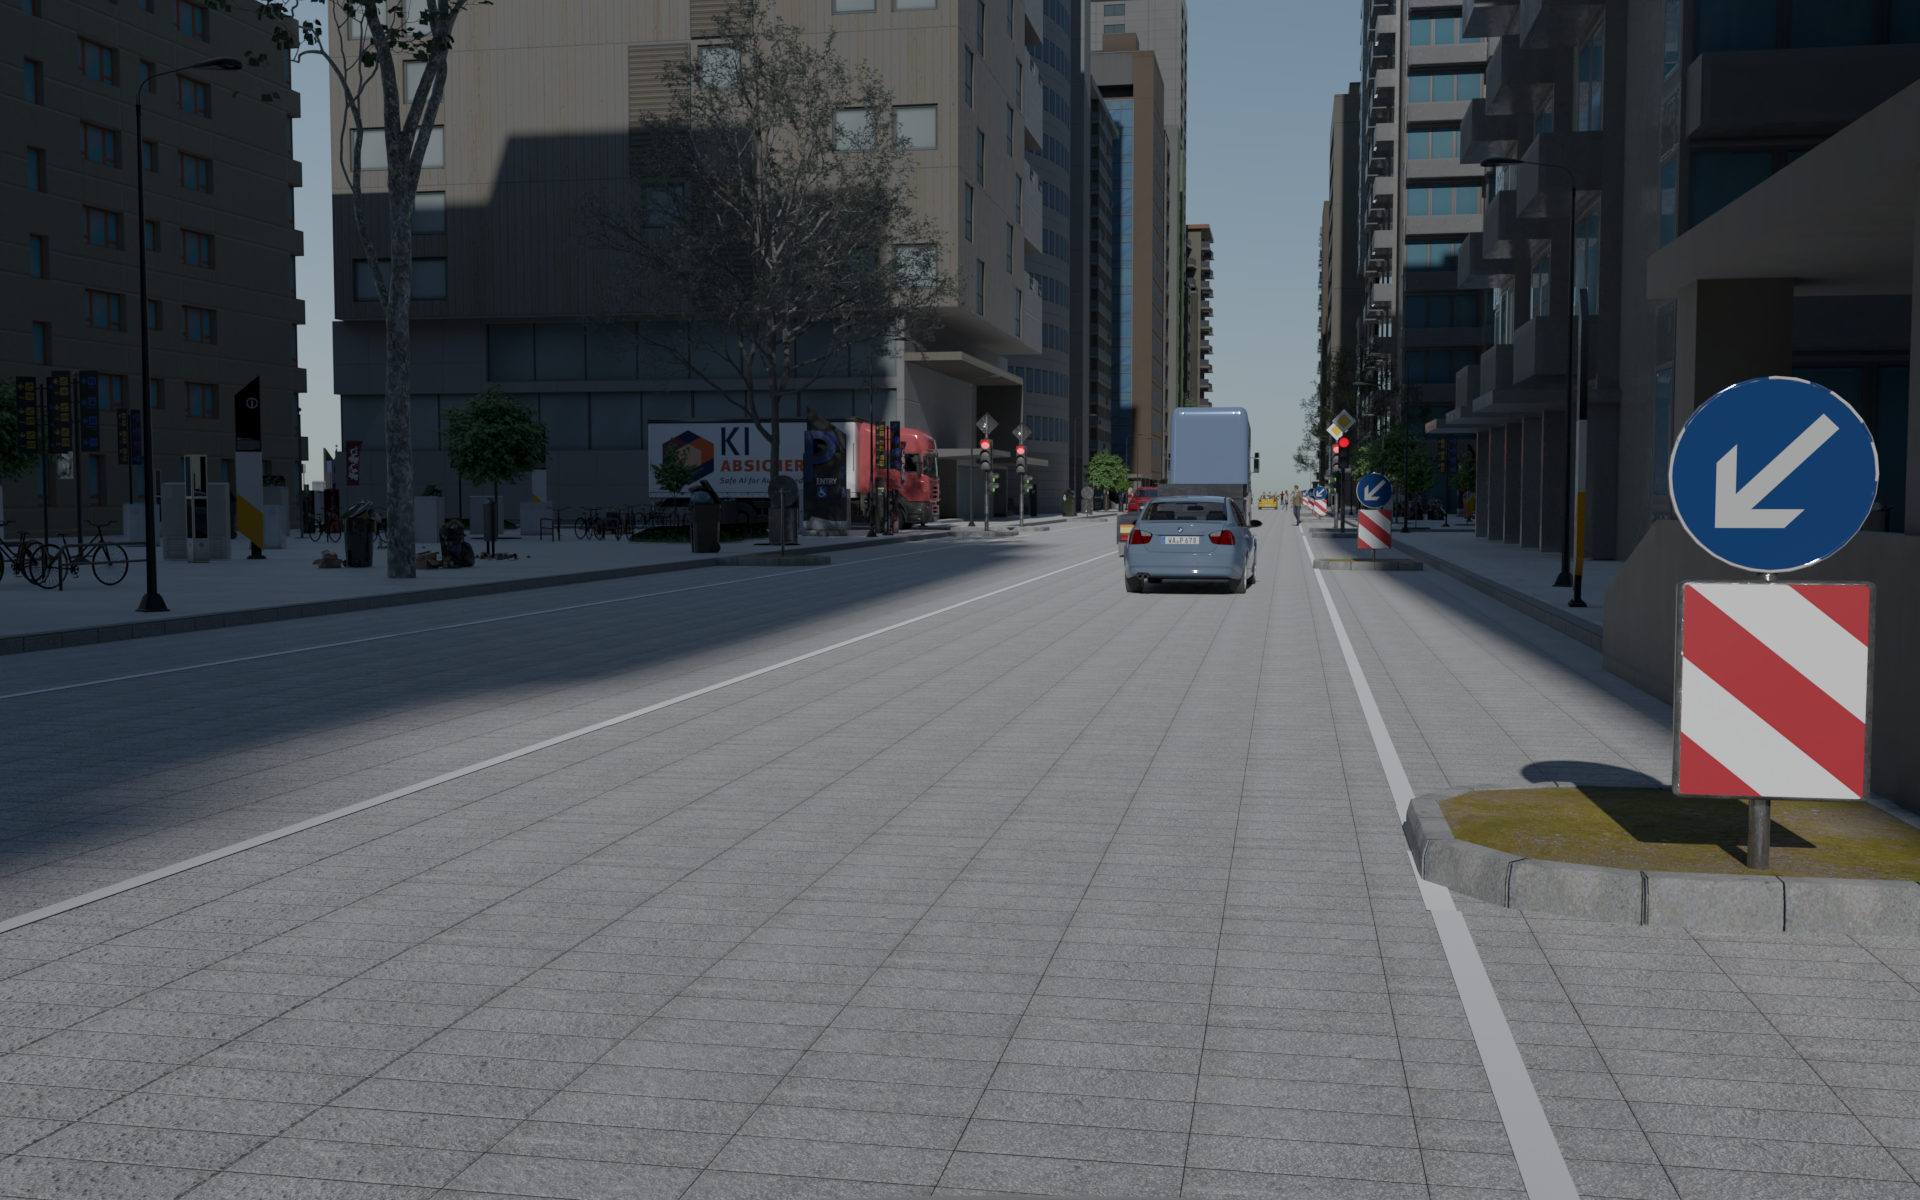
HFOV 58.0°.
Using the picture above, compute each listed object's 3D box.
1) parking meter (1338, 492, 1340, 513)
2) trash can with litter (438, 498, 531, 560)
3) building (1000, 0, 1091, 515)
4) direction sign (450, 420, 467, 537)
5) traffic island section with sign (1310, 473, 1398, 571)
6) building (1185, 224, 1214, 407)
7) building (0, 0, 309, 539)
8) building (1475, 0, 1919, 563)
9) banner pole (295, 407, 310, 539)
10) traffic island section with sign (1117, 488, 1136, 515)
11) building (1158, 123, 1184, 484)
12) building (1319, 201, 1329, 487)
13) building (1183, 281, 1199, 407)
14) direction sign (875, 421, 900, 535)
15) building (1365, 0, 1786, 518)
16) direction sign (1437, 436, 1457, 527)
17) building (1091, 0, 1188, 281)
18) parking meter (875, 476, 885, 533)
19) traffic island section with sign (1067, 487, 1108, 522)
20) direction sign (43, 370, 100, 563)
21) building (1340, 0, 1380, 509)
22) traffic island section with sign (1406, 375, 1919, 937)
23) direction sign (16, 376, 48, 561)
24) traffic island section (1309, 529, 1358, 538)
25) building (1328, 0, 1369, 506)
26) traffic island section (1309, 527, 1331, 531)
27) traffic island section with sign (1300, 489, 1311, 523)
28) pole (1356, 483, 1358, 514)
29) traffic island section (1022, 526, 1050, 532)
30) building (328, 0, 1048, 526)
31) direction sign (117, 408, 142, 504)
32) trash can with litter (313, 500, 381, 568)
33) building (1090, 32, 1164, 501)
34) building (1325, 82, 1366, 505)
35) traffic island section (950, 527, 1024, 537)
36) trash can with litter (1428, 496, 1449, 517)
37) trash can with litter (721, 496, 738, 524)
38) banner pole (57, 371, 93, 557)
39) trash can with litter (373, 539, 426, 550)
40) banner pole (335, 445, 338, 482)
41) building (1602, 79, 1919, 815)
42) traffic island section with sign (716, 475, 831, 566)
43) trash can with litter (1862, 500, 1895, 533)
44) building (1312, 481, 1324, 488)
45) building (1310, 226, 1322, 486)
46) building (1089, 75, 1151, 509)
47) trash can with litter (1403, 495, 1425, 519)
[{"bbox_3d":[25.638,-6.842,117.584,0.255,1.863,0.399,0,4,4],"label":"parking meter"},{"bbox_3d":[-9.311,-1.417,34.232,1.678,1.210,2.233,-2,4,-27],"label":"trash can with litter"},{"bbox_3d":[-3.221,-35.166,116.968,21.231,58.520,28.212,1,4,11],"label":"building"},{"bbox_3d":[-15.091,-3.686,52.262,0.379,3.537,0.876,1,4,20],"label":"direction sign"},{"bbox_3d":[7.824,-1.511,33.326,1.989,1.847,2.006,1,4,11],"label":"traffic island section with sign"},{"bbox_3d":[28.606,-37.881,273.974,22.147,44.769,28.867,1,4,11],"label":"building"},{"bbox_3d":[-40.853,-12.700,52.688,28.899,21.520,27.650,1,4,11],"label":"building"},{"bbox_3d":[23.490,-25.591,38.021,23.786,49.044,30.456,1,4,11],"label":"building"},{"bbox_3d":[-19.151,-3.685,50.273,0.401,3.779,0.863,-2,4,-24],"label":"banner pole"},{"bbox_3d":[11.656,-6.603,116.579,1.989,1.847,2.006,1,4,11],"label":"traffic island section with sign"},{"bbox_3d":[16.260,-30.818,187.464,14.154,41.232,14.086,1,4,11],"label":"building"},{"bbox_3d":[60.337,-37.025,255.468,14.600,45.320,14.200,1,4,11],"label":"building"},{"bbox_3d":[24.480,-28.179,232.425,14.160,30.474,14.107,1,4,11],"label":"building"},{"bbox_3d":[-2.245,-3.783,53.857,0.876,3.537,0.379,2,4,28],"label":"direction sign"},{"bbox_3d":[39.738,-30.583,119.646,23.786,49.044,30.456,1,4,11],"label":"building"},{"bbox_3d":[19.087,-4.642,67.893,0.379,3.537,0.876,-3,4,-39],"label":"direction sign"},{"bbox_3d":[24.114,-49.580,248.885,20.563,71.187,20.611,1,4,11],"label":"building"},{"bbox_3d":[-2.636,-3.128,56.848,0.255,1.863,0.399,-1,4,-16],"label":"parking meter"},{"bbox_3d":[6.643,-4.983,90.093,1.989,1.847,2.006,1,4,11],"label":"traffic island section with sign"},{"bbox_3d":[-16.220,-2.436,31.833,0.876,3.537,0.379,0,4,5],"label":"direction sign"},{"bbox_3d":[43.384,-43.377,147.459,20.563,71.187,20.611,1,4,11],"label":"building"},{"bbox_3d":[2.770,0.123,6.617,1.989,1.847,2.006,1,4,11],"label":"traffic island section with sign"},{"bbox_3d":[-17.715,-2.538,33.494,0.876,3.537,0.379,-1,4,-16],"label":"direction sign"},{"bbox_3d":[12.729,-2.157,57.542,2.009,0.180,2.903,1,4,11],"label":"traffic island section"},{"bbox_3d":[48.957,-52.576,172.287,22.319,86.520,31.000,1,4,11],"label":"building"},{"bbox_3d":[14.214,-2.637,65.388,2.009,0.180,2.903,1,4,11],"label":"traffic island section"},{"bbox_3d":[18.062,-4.821,87.448,1.989,1.847,2.006,1,4,11],"label":"traffic island section with sign"},{"bbox_3d":[25.354,-7.124,110.325,0.158,3.312,0.155,0,3,0],"label":"pole"},{"bbox_3d":[2.383,-2.773,67.624,2.009,0.180,2.903,1,4,11],"label":"traffic island section"},{"bbox_3d":[-10.835,-30.148,82.160,28.713,52.752,27.495,1,4,11],"label":"building"},{"bbox_3d":[-22.115,-3.314,46.173,0.379,3.537,0.876,1,4,12],"label":"direction sign"},{"bbox_3d":[-10.674,-1.148,30.151,1.055,1.170,0.624,-3,5,-44],"label":"trash can with litter"},{"bbox_3d":[12.894,-32.018,173.608,14.600,45.320,14.200,1,4,11],"label":"building"},{"bbox_3d":[53.441,-35.206,199.316,21.300,48.544,21.600,1,4,11],"label":"building"},{"bbox_3d":[0.898,-2.293,59.778,2.009,0.180,2.903,1,4,11],"label":"traffic island section"},{"bbox_3d":[25.194,-4.879,91.152,1.055,1.170,0.624,1,4,12],"label":"trash can with litter"},{"bbox_3d":[-6.667,-2.567,53.032,2.233,1.210,1.678,-1,4,-10],"label":"trash can with litter"},{"bbox_3d":[-18.147,-2.773,35.353,0.863,3.779,0.401,2,4,24],"label":"banner pole"},{"bbox_3d":[-13.352,-1.793,40.377,1.678,1.210,2.233,-1,4,-15],"label":"trash can with litter"},{"bbox_3d":[-31.531,-5.969,87.609,0.401,3.779,0.863,-1,4,-12],"label":"banner pole"},{"bbox_3d":[19.816,-19.041,3.203,32.217,40.220,23.993,1,4,11],"label":"building"},{"bbox_3d":[-3.720,-1.633,35.326,1.989,1.847,2.006,1,4,11],"label":"traffic island section with sign"},{"bbox_3d":[10.987,-0.585,20.615,1.678,1.210,2.233,0,4,1],"label":"trash can with litter"},{"bbox_3d":[64.493,-33.229,235.176,32.217,40.220,23.993,1,4,11],"label":"building"},{"bbox_3d":[68.570,-40.216,277.134,23.786,49.044,30.456,1,4,11],"label":"building"},{"bbox_3d":[0.842,-28.426,156.638,32.217,40.220,23.993,1,4,11],"label":"building"},{"bbox_3d":[23.455,-4.725,88.308,1.678,1.210,2.233,1,4,16],"label":"trash can with litter"}]
